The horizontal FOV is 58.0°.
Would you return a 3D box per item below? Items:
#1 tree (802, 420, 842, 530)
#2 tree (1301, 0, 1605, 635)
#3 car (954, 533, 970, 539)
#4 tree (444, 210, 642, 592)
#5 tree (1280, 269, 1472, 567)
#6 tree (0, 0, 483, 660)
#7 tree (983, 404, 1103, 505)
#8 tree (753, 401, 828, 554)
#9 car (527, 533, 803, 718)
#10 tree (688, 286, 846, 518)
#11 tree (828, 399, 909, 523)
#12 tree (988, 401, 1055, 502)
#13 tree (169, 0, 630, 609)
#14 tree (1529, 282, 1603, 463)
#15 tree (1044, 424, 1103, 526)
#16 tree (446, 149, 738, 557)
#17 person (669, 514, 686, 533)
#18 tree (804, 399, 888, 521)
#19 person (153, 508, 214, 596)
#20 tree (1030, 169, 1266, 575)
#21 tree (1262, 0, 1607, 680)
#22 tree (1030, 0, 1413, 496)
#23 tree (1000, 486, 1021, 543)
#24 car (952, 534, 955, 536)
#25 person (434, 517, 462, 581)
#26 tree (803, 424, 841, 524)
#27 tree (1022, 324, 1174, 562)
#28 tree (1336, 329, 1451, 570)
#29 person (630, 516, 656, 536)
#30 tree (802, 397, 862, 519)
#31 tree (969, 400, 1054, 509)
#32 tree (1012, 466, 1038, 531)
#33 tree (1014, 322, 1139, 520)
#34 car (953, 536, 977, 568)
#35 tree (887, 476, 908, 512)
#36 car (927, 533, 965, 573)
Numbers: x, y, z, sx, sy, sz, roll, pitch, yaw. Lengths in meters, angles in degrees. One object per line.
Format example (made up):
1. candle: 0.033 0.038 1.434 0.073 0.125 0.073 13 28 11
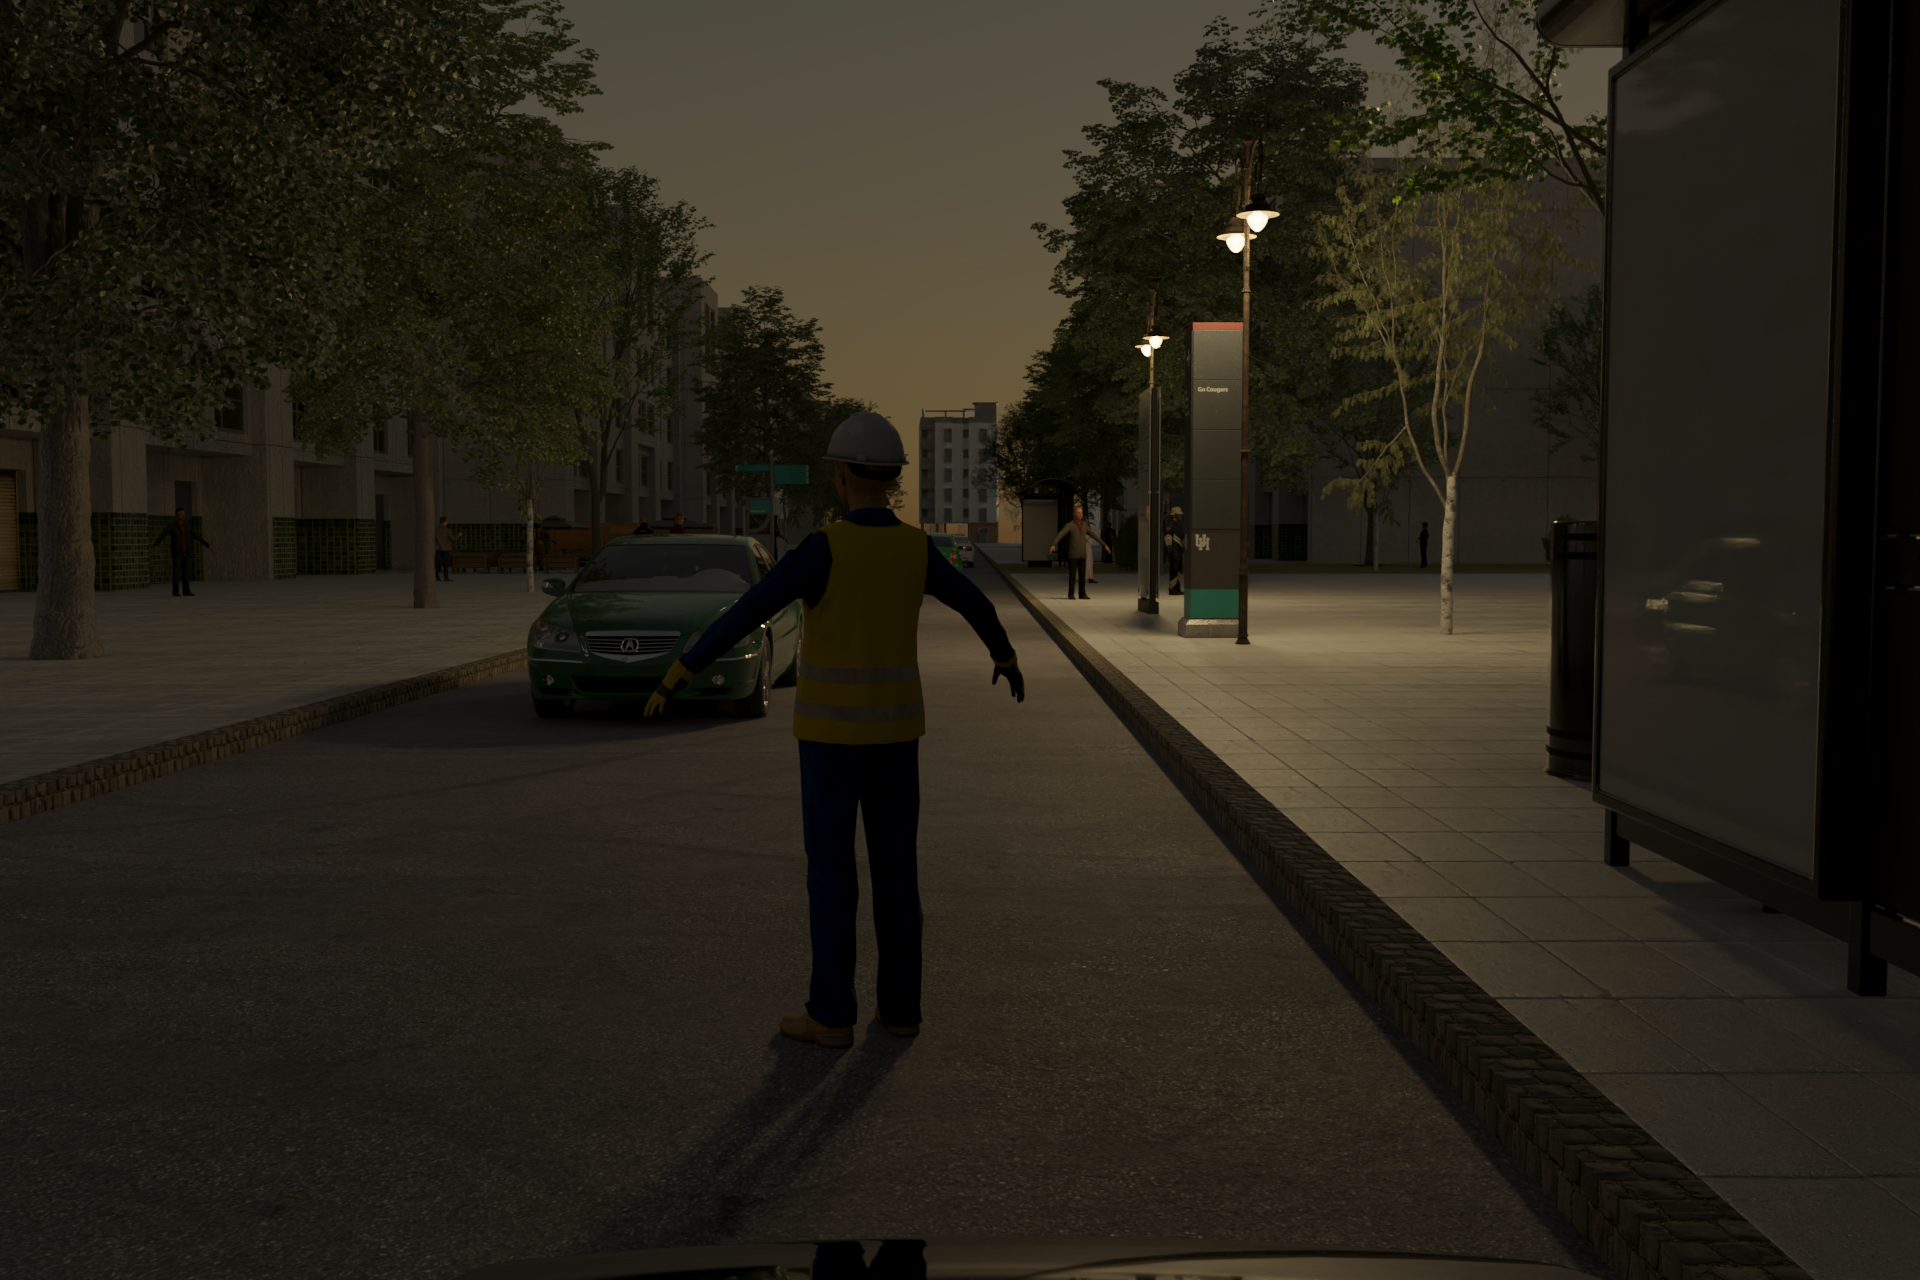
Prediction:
1. tree: -8.766 -9.700 108.955 4.737 8.622 4.395 0 3 0
2. tree: 6.138 -4.359 21.634 4.360 8.622 3.978 0 3 0
3. car: -0.177 -9.110 157.980 2.155 1.783 4.494 0 4 -1
4. tree: -9.327 -5.376 38.253 4.737 8.622 4.395 0 3 0
5. tree: 16.244 -8.730 68.487 9.928 11.665 9.643 0 3 0
6. tree: -9.347 -6.785 17.583 9.857 13.997 8.962 0 3 0
7. tree: 5.944 -10.967 113.716 8.767 10.594 7.601 -1 4 -13
8. tree: -9.149 -8.738 93.230 4.737 8.622 4.395 0 3 0
9. car: -2.413 -0.197 15.027 2.131 1.459 4.920 0 3 0
10. tree: -9.170 -9.897 79.947 7.486 12.596 7.792 0 3 0
11. tree: -9.600 -15.591 161.565 9.857 13.997 8.962 0 3 0
12. tree: 6.012 -12.734 133.951 9.928 11.665 9.643 0 3 0
13. tree: -9.703 -6.821 29.645 7.486 12.596 7.792 0 3 0
14. tree: 26.928 -8.825 70.046 9.928 11.665 9.643 0 3 0
15. tree: 6.643 -9.442 104.741 4.737 8.622 4.395 0 3 0
16. tree: -9.760 -7.380 46.422 9.928 11.665 9.643 0 3 0
17. person: -6.094 -1.911 38.053 0.721 1.729 1.215 -3 5 -43
18. tree: -8.844 -12.644 132.489 9.928 11.665 9.643 0 3 0
19. person: -16.072 -1.816 35.758 0.705 1.821 1.348 2 4 32
20. tree: 6.101 -8.367 54.923 7.486 12.596 7.792 0 3 0
21. tree: 5.784 -5.414 14.267 9.928 11.665 9.643 0 3 0
22. tree: 6.481 -8.316 42.621 9.857 13.997 8.962 0 3 0
23. tree: 8.372 -18.373 250.760 4.360 8.622 3.978 0 3 0
24. car: -1.025 -8.359 146.458 2.009 1.686 4.222 0 4 -1
25. person: -14.034 -2.495 47.367 0.617 1.759 0.750 2 4 24
26. tree: -9.297 -10.033 114.400 4.737 8.622 4.395 0 3 0
27. tree: 6.777 -9.344 78.533 9.928 11.665 9.643 0 3 0
28. tree: 14.914 -6.758 60.849 4.737 8.622 4.395 0 3 0
29. person: -10.111 -3.044 55.539 1.351 1.858 0.704 0 4 7
30. tree: -9.906 -13.806 143.850 7.486 12.596 7.792 0 3 0
31. tree: 5.903 -15.104 157.316 12.009 13.543 11.850 0 3 0
32. tree: 6.098 -11.726 142.076 4.360 8.622 3.978 0 3 0
33. tree: 6.311 -10.521 90.142 7.486 12.596 7.792 0 3 0
34. car: -0.309 -3.866 75.564 2.083 1.381 4.827 0 4 0
35. tree: -11.431 -19.772 249.025 9.928 11.665 9.643 0 3 0
36. car: -0.831 -2.477 49.303 1.959 1.807 4.718 0 4 0
